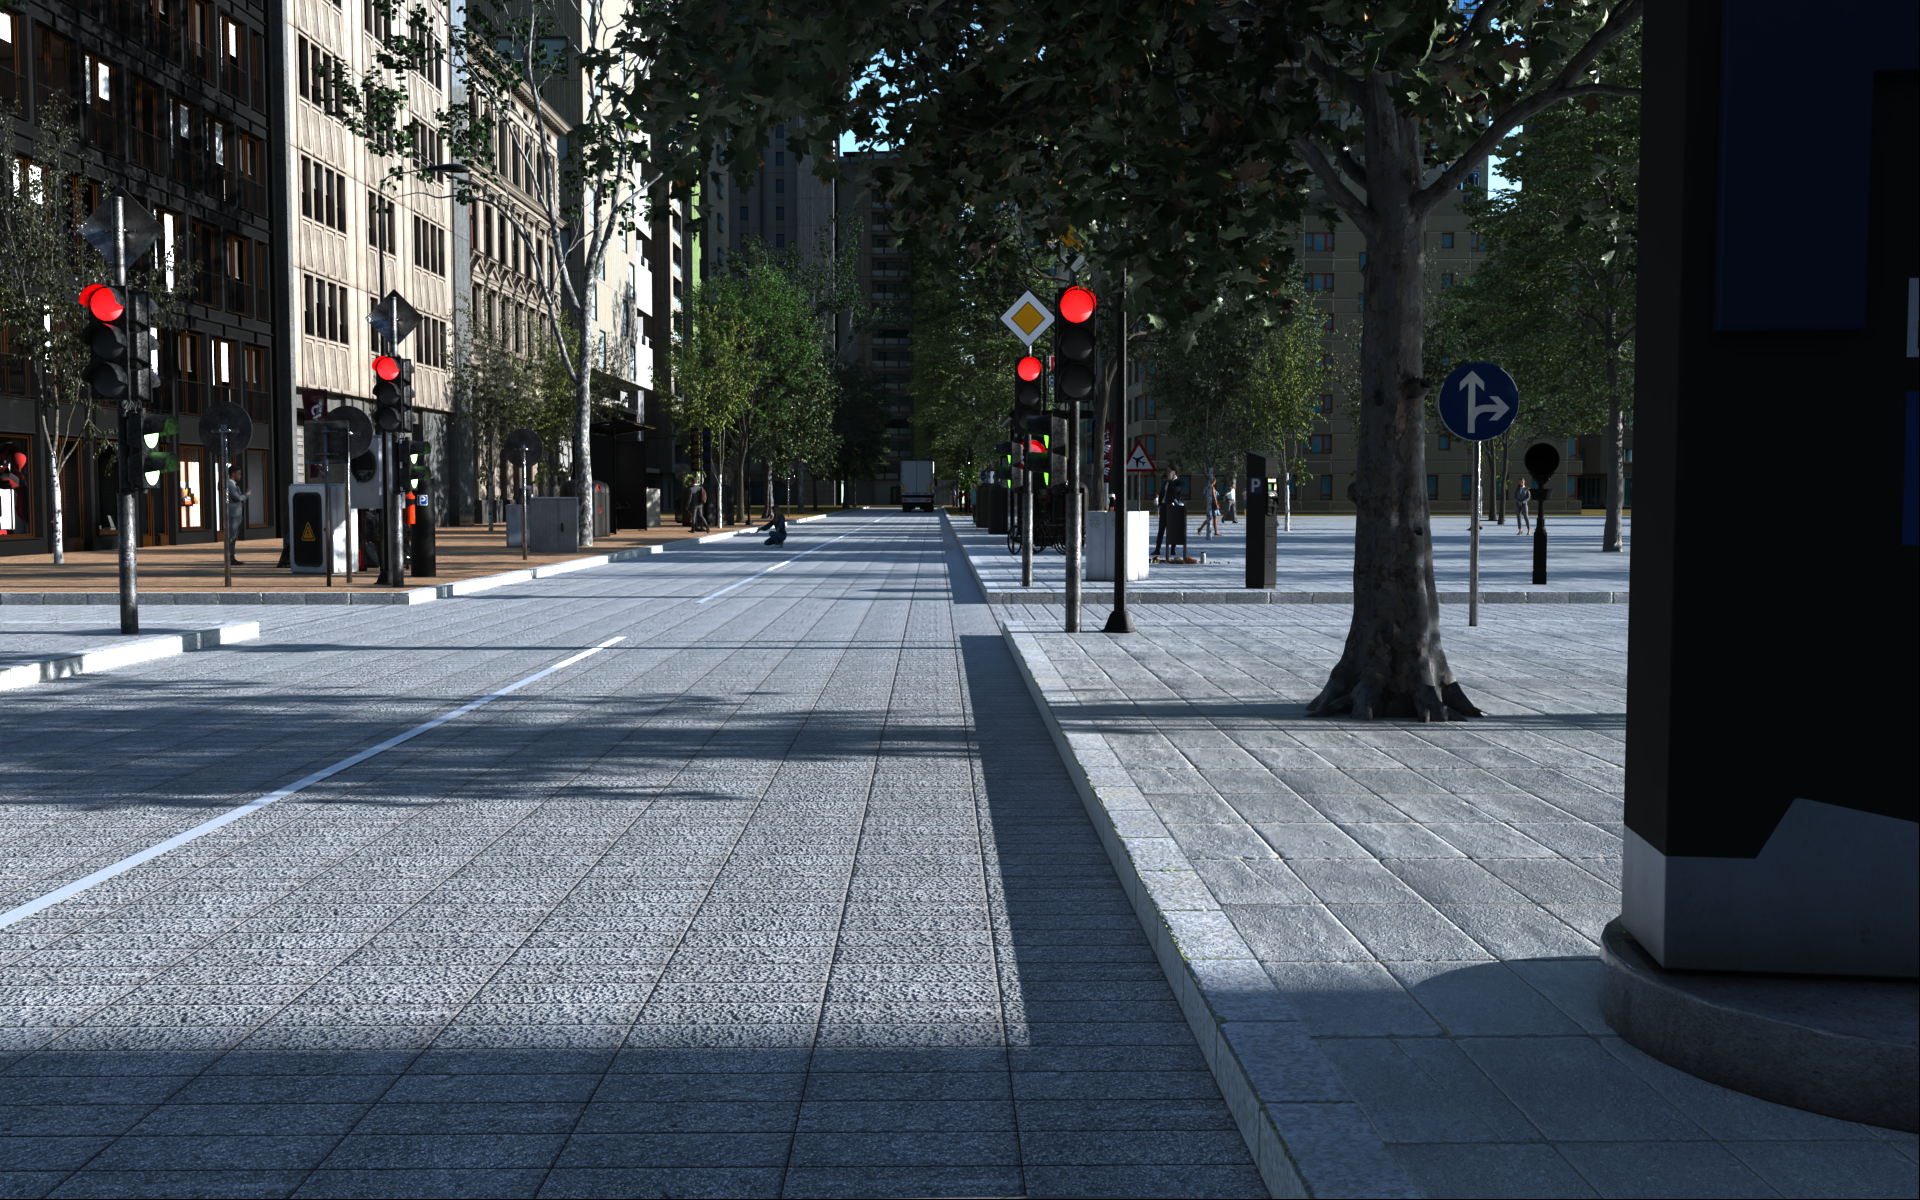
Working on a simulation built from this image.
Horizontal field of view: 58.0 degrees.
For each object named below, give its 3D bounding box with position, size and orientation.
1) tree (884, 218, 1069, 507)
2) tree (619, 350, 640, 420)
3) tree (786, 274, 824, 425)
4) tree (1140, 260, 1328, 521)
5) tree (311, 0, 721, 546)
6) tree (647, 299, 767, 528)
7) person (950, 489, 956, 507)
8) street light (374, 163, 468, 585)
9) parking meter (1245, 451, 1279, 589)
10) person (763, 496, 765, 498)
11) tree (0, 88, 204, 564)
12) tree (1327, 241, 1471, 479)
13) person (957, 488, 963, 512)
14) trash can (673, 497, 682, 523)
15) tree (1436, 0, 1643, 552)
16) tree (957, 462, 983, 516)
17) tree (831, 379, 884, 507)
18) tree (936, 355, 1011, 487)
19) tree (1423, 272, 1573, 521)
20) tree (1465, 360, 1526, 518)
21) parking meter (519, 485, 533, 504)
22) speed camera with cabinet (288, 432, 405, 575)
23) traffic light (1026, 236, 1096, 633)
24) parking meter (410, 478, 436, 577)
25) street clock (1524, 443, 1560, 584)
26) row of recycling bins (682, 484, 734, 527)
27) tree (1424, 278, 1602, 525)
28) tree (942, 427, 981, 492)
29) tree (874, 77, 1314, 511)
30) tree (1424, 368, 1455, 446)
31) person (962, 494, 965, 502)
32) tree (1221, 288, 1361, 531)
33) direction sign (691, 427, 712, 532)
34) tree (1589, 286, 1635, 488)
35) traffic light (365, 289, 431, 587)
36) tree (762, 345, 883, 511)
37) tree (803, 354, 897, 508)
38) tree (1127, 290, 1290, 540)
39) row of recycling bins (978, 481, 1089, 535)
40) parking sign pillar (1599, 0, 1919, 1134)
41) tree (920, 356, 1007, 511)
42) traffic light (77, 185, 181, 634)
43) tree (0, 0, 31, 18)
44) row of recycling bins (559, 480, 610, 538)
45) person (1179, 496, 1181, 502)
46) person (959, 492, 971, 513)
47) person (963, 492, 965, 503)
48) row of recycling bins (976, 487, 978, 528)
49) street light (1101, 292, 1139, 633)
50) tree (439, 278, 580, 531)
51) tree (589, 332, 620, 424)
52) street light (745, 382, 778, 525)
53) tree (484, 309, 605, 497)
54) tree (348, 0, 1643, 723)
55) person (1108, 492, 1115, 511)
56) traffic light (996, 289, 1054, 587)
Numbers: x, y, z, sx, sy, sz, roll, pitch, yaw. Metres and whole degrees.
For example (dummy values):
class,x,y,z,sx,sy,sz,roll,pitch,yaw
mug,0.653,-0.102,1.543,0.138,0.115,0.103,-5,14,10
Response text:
class,x,y,z,sx,sy,sz,roll,pitch,yaw
tree,1.443,-9.247,69.311,7.486,12.596,7.792,0,3,0
tree,-16.582,-7.804,77.959,4.360,8.622,3.978,0,3,0
tree,-9.669,-9.255,77.068,9.928,11.665,9.643,0,3,0
tree,12.980,-10.774,82.816,9.857,13.997,8.962,0,3,0
tree,-9.632,-11.475,43.504,12.611,20.169,13.585,0,3,0
tree,-9.239,-7.005,64.895,4.737,8.622,4.395,0,3,0
person,-0.740,-10.391,175.802,0.599,1.838,0.709,-1,4,-20
street light,-7.603,-3.176,24.477,1.470,5.913,1.316,0,4,-1
parking meter,4.108,-1.091,23.549,0.255,1.863,0.399,-3,5,-40
person,-18.322,-9.476,164.200,0.991,1.433,0.599,2,4,30
tree,-16.441,-4.972,31.649,4.360,8.622,3.978,0,3,0
tree,13.077,-6.148,50.885,4.360,8.622,3.978,0,3,0
person,0.004,-7.252,124.552,0.705,1.831,1.348,-1,4,-10
trash can,-12.194,-3.931,75.924,0.748,1.137,0.748,0,3,0
tree,14.349,-7.372,38.667,7.486,12.596,7.792,0,3,0
tree,0.620,-6.667,103.602,1.663,3.219,1.824,0,3,0
tree,-10.401,-15.398,169.892,7.486,12.596,7.792,0,3,0
tree,1.626,-8.626,91.395,4.360,8.622,3.978,0,3,0
tree,25.147,-9.556,81.997,9.928,11.665,9.643,0,3,0
tree,27.793,-8.659,91.942,4.737,8.622,4.395,0,3,0
parking meter,-11.817,-2.371,47.179,0.372,1.533,0.369,0,3,0
speed camera with cabinet,-9.748,-2.026,27.468,2.038,3.252,0.660,2,4,29
traffic light,1.033,-1.654,15.965,0.839,4.253,0.868,0,4,-1
parking meter,-8.357,-1.133,26.936,0.372,1.533,0.369,0,3,0
street clock,8.256,-1.226,24.618,0.471,2.002,0.358,1,4,16
row of recycling bins,-10.076,-3.829,69.725,1.069,1.692,3.534,1,4,19
tree,23.053,-8.437,72.357,7.601,10.594,8.767,0,4,4
tree,0.143,-12.943,161.973,4.737,8.622,4.395,0,3,0
tree,2.159,-5.790,29.085,8.767,10.594,7.601,2,4,27
tree,22.575,-8.492,89.206,4.737,8.622,4.395,0,3,0
person,0.434,-8.599,147.157,0.721,1.766,1.217,-2,4,-27
tree,11.086,-6.667,59.360,4.737,8.622,4.395,0,3,0
direction sign,-8.803,-4.094,58.930,0.876,3.537,0.379,2,4,31
tree,25.204,-6.855,62.445,4.360,8.622,3.978,0,3,0
traffic light,-7.742,-2.134,23.809,0.839,4.253,0.868,0,4,-1
tree,-10.993,-13.399,129.439,12.009,13.543,11.850,0,3,0
tree,-10.415,-15.257,156.100,9.857,13.997,8.962,0,3,0
tree,6.903,-5.996,48.394,4.360,8.622,3.978,0,3,0
row of recycling bins,2.469,-2.938,55.152,3.534,1.692,1.069,2,4,30
parking sign pillar,2.279,-0.948,3.971,1.447,3.967,1.447,0,4,8
tree,0.646,-12.355,127.759,9.928,11.665,9.643,0,3,0
traffic light,-7.627,-1.645,15.824,0.839,4.253,0.868,0,4,-1
tree,-7.840,-5.072,8.683,9.928,11.665,9.643,0,3,0
row of recycling bins,-11.048,-2.678,50.891,1.069,1.692,3.534,0,4,1
person,12.845,-5.801,101.413,0.721,1.766,1.217,0,4,1
person,0.544,-6.639,114.534,1.348,1.831,0.705,1,4,12
person,0.559,-8.840,150.556,1.348,1.826,0.705,-3,5,-44
row of recycling bins,1.100,-3.658,66.914,1.069,1.692,3.534,0,4,-3
street light,0.950,-2.655,15.951,1.470,5.913,1.316,0,4,-1
tree,-16.149,-6.715,60.154,4.360,8.622,3.978,0,3,0
tree,-16.791,-7.507,73.108,4.360,8.622,3.978,0,3,0
street light,-8.230,-6.073,71.837,1.470,5.913,1.316,0,4,-1
tree,-16.206,-7.204,68.149,4.737,8.622,4.395,0,3,0
tree,2.429,-5.678,9.848,9.611,12.733,9.660,0,3,0
person,9.365,-5.953,106.570,0.628,1.438,0.799,-1,4,-22
traffic light,0.918,-2.142,23.949,0.839,4.253,0.868,0,4,-1
